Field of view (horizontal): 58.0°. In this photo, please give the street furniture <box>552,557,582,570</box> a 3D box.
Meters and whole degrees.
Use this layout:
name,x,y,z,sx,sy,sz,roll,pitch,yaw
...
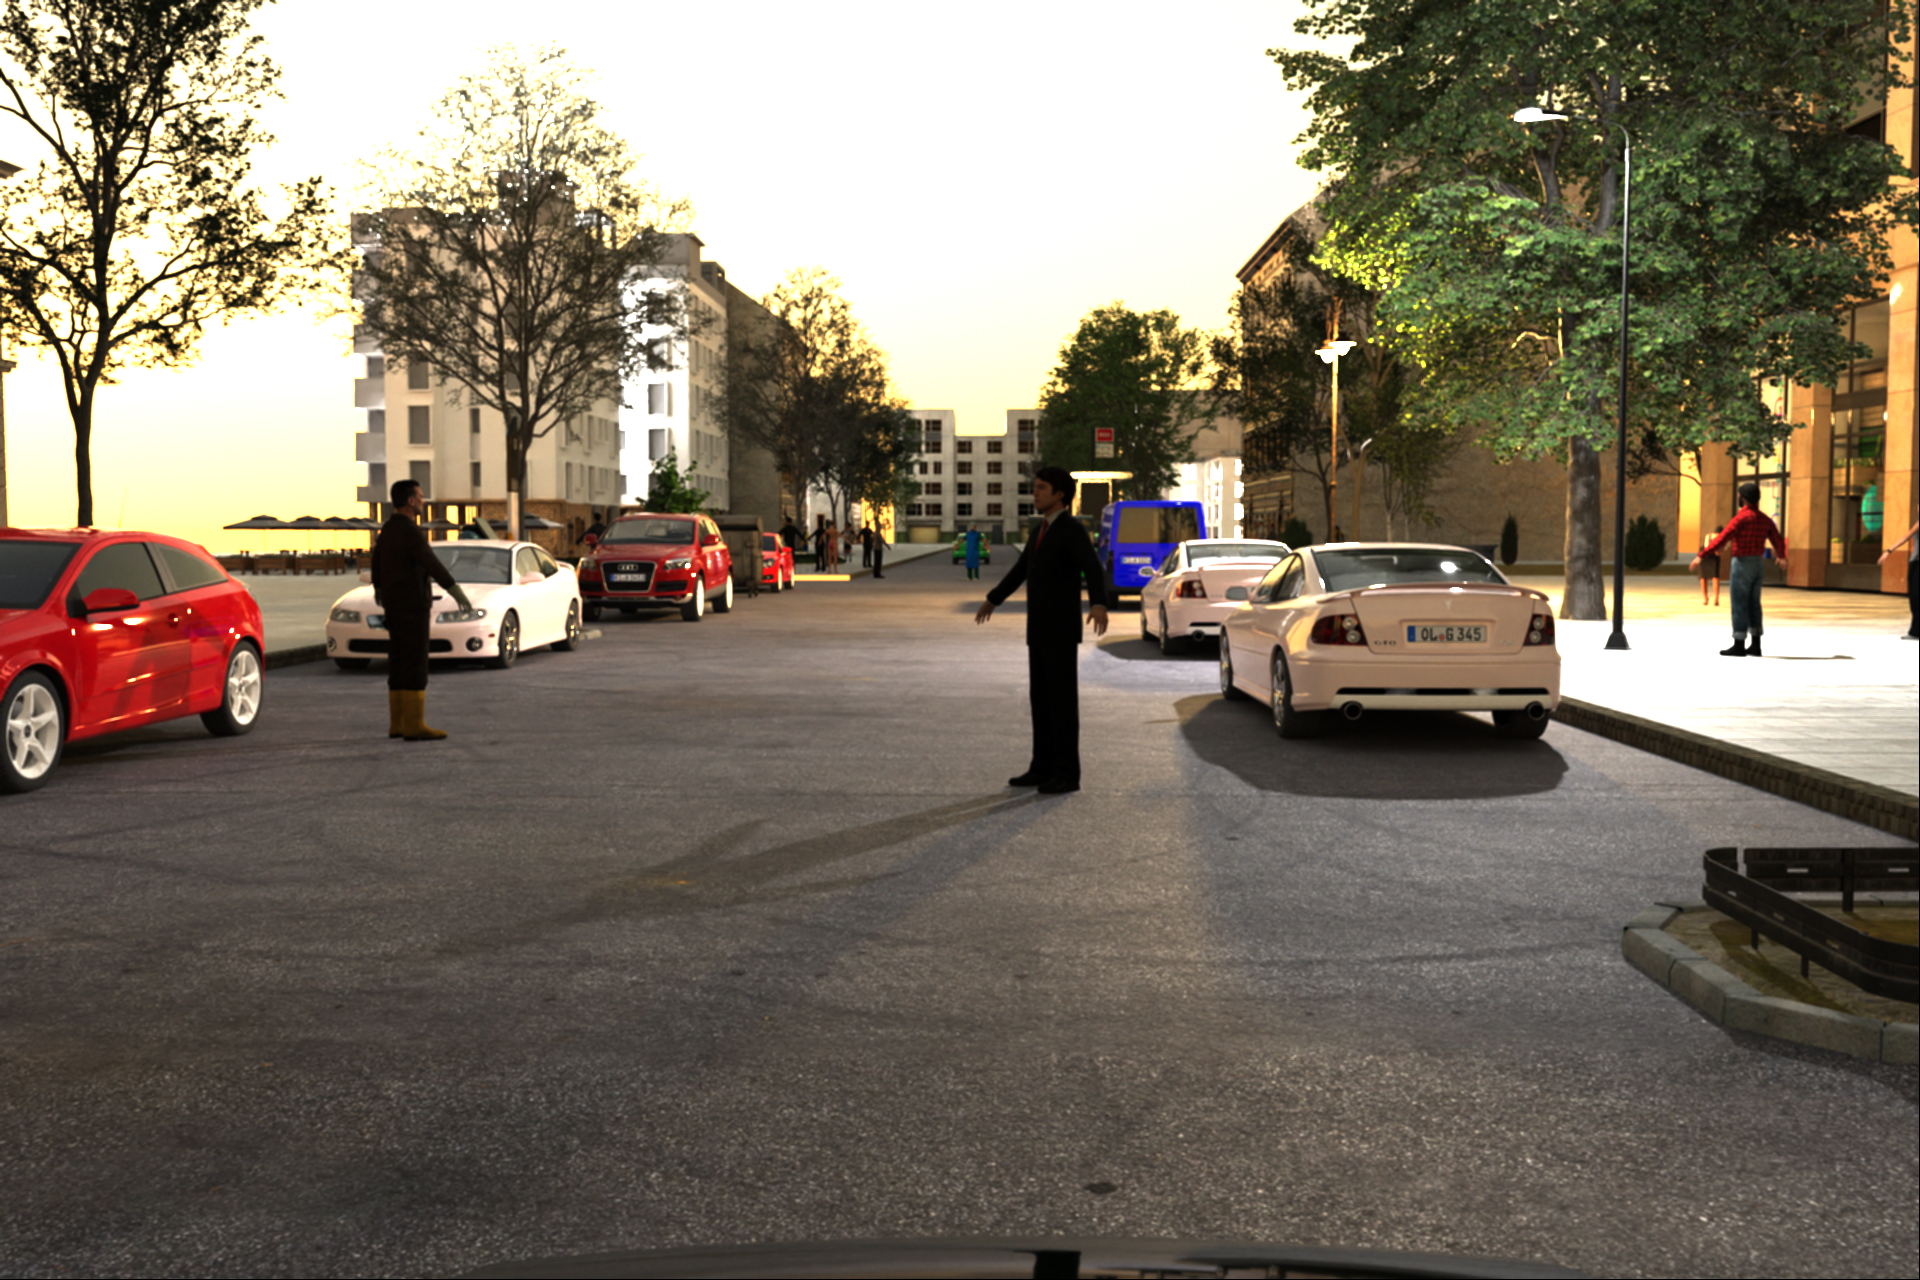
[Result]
name,x,y,z,sx,sy,sz,roll,pitch,yaw
street furniture,-11.792,-2.793,61.295,10.072,0.657,5.734,-2,4,-26

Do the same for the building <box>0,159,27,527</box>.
name,x,y,z,sx,sy,sz,roll,pitch,yaw
building,-31.103,-15.053,33.508,14.401,28.519,23.554,0,4,1

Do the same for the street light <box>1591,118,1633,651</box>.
name,x,y,z,sx,sy,sz,roll,pitch,yaw
street light,7.822,-2.841,18.984,1.470,5.913,1.316,0,4,1

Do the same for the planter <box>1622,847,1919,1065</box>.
name,x,y,z,sx,sy,sz,roll,pitch,yaw
planter,3.239,0.957,5.487,1.991,0.319,1.994,0,4,2

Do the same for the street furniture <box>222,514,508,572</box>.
name,x,y,z,sx,sy,sz,roll,pitch,yaw
street furniture,-26.797,-4.095,71.988,14.083,1.986,27.439,0,4,8

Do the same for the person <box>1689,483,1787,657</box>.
name,x,y,z,sx,sy,sz,roll,pitch,yaw
person,8.235,-0.738,18.180,1.345,1.816,0.704,-2,4,-24

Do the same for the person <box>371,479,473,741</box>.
name,x,y,z,sx,sy,sz,roll,pitch,yaw
person,-3.831,-0.215,12.114,0.704,1.812,1.346,-3,5,-43

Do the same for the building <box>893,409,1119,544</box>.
name,x,y,z,sx,sy,sz,roll,pitch,yaw
building,6.617,-23.325,250.282,31.486,18.905,16.747,0,4,1

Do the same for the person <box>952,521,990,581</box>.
name,x,y,z,sx,sy,sz,roll,pitch,yaw
person,0.376,-2.711,52.915,1.347,1.817,0.704,2,4,31

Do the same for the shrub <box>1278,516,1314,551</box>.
name,x,y,z,sx,sy,sz,roll,pitch,yaw
shrub,14.157,-4.227,73.148,1.661,2.075,1.752,0,3,0

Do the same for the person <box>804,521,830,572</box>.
name,x,y,z,sx,sy,sz,roll,pitch,yaw
person,-4.797,-3.188,58.838,1.216,1.740,0.721,-3,5,-41

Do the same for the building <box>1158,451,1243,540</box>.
name,x,y,z,sx,sy,sz,roll,pitch,yaw
building,27.200,-15.045,188.132,9.099,9.664,28.070,0,4,1

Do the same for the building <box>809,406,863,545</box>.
name,x,y,z,sx,sy,sz,roll,pitch,yaw
building,-22.249,-23.648,217.571,19.493,23.208,18.063,0,4,1

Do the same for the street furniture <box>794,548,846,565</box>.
name,x,y,z,sx,sy,sz,roll,pitch,yaw
street furniture,-9.879,-3.499,72.834,10.072,0.657,5.734,-2,4,-25

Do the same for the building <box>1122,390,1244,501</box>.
name,x,y,z,sx,sy,sz,roll,pitch,yaw
building,30.194,-21.669,220.741,16.747,18.905,31.486,0,4,1

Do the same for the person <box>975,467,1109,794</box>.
name,x,y,z,sx,sy,sz,roll,pitch,yaw
person,0.498,-0.066,9.722,0.705,1.806,1.347,-2,4,-28

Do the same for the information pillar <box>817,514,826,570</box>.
name,x,y,z,sx,sy,sz,roll,pitch,yaw
information pillar,-5.006,-3.545,62.451,0.304,2.012,0.304,0,4,1

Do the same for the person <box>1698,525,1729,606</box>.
name,x,y,z,sx,sy,sz,roll,pitch,yaw
person,13.467,-1.330,30.972,0.628,1.438,0.799,-1,4,-23

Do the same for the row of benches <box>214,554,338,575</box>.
name,x,y,z,sx,sy,sz,roll,pitch,yaw
row of benches,-21.428,-2.382,54.407,4.104,0.672,1.422,1,4,12

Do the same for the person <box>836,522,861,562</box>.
name,x,y,z,sx,sy,sz,roll,pitch,yaw
person,-5.140,-4.462,79.092,1.345,1.843,0.704,1,4,17

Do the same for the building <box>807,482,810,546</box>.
name,x,y,z,sx,sy,sz,roll,pitch,yaw
building,-20.089,-14.574,180.434,9.099,9.664,28.070,0,4,1

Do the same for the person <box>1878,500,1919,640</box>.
name,x,y,z,sx,sy,sz,roll,pitch,yaw
person,11.662,-0.872,21.070,1.217,1.737,0.721,-1,4,-21

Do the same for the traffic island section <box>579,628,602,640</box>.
name,x,y,z,sx,sy,sz,roll,pitch,yaw
traffic island section,-6.039,-0.063,23.891,1.991,0.108,1.994,0,4,1

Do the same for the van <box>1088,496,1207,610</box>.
name,x,y,z,sx,sy,sz,roll,pitch,yaw
van,3.700,-1.828,34.279,2.240,2.365,5.245,0,4,1

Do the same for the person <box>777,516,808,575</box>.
name,x,y,z,sx,sy,sz,roll,pitch,yaw
person,-5.361,-2.950,54.171,1.347,1.837,0.705,-2,4,-27

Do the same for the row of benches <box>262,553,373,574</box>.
name,x,y,z,sx,sy,sz,roll,pitch,yaw
row of benches,-20.654,-2.498,56.308,4.104,0.672,1.422,-1,4,-17

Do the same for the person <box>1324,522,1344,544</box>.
name,x,y,z,sx,sy,sz,roll,pitch,yaw
person,17.680,-4.636,81.564,1.354,1.858,0.705,-3,5,-39

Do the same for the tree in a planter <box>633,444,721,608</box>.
name,x,y,z,sx,sy,sz,roll,pitch,yaw
tree in a planter,-5.735,-2.275,34.422,1.991,3.239,1.994,0,4,1

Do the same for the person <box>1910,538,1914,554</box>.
name,x,y,z,sx,sy,sz,roll,pitch,yaw
person,17.494,-1.555,31.206,1.343,1.855,0.704,-2,4,-29

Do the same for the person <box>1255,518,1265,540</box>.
name,x,y,z,sx,sy,sz,roll,pitch,yaw
person,10.388,-3.322,60.175,0.705,1.847,1.347,1,4,18

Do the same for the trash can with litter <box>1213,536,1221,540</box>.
name,x,y,z,sx,sy,sz,roll,pitch,yaw
trash can with litter,7.577,-2.479,51.595,1.678,1.210,2.233,0,4,1

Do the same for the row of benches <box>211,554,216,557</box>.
name,x,y,z,sx,sy,sz,roll,pitch,yaw
row of benches,-26.287,-2.522,56.703,4.104,0.672,1.422,1,4,10

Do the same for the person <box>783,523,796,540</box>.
name,x,y,z,sx,sy,sz,roll,pitch,yaw
person,-8.527,-5.095,89.090,1.354,1.856,0.705,-3,5,-44

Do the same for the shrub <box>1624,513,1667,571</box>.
name,x,y,z,sx,sy,sz,roll,pitch,yaw
shrub,23.867,-3.430,60.495,1.690,2.028,1.600,0,3,0

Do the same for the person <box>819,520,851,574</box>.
name,x,y,z,sx,sy,sz,roll,pitch,yaw
person,-4.040,-2.985,55.615,1.217,1.733,0.721,2,4,29

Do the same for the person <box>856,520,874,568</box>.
name,x,y,z,sx,sy,sz,roll,pitch,yaw
person,-3.521,-3.668,66.189,1.346,1.802,0.704,-3,5,-45

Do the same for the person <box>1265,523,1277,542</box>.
name,x,y,z,sx,sy,sz,roll,pitch,yaw
person,14.793,-4.645,82.219,0.705,1.796,1.348,2,4,34

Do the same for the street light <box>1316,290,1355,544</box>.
name,x,y,z,sx,sy,sz,roll,pitch,yaw
street light,7.125,-3.682,32.996,0.468,5.910,1.993,0,4,2

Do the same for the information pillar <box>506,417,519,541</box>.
name,x,y,z,sx,sy,sz,roll,pitch,yaw
information pillar,-8.867,-2.631,34.373,0.183,3.616,0.504,0,4,2

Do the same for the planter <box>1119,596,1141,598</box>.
name,x,y,z,sx,sy,sz,roll,pitch,yaw
planter,4.045,-1.136,39.715,1.991,0.319,1.994,0,4,1

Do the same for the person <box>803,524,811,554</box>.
name,x,y,z,sx,sy,sz,roll,pitch,yaw
person,-7.370,-4.724,83.698,0.721,1.772,1.216,0,4,7

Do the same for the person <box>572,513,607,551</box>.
name,x,y,z,sx,sy,sz,roll,pitch,yaw
person,-9.235,-2.326,44.077,1.345,1.823,0.704,-3,5,-42

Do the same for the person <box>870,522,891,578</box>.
name,x,y,z,sx,sy,sz,roll,pitch,yaw
person,-2.641,-2.924,56.394,0.705,1.813,1.348,-2,4,-28
